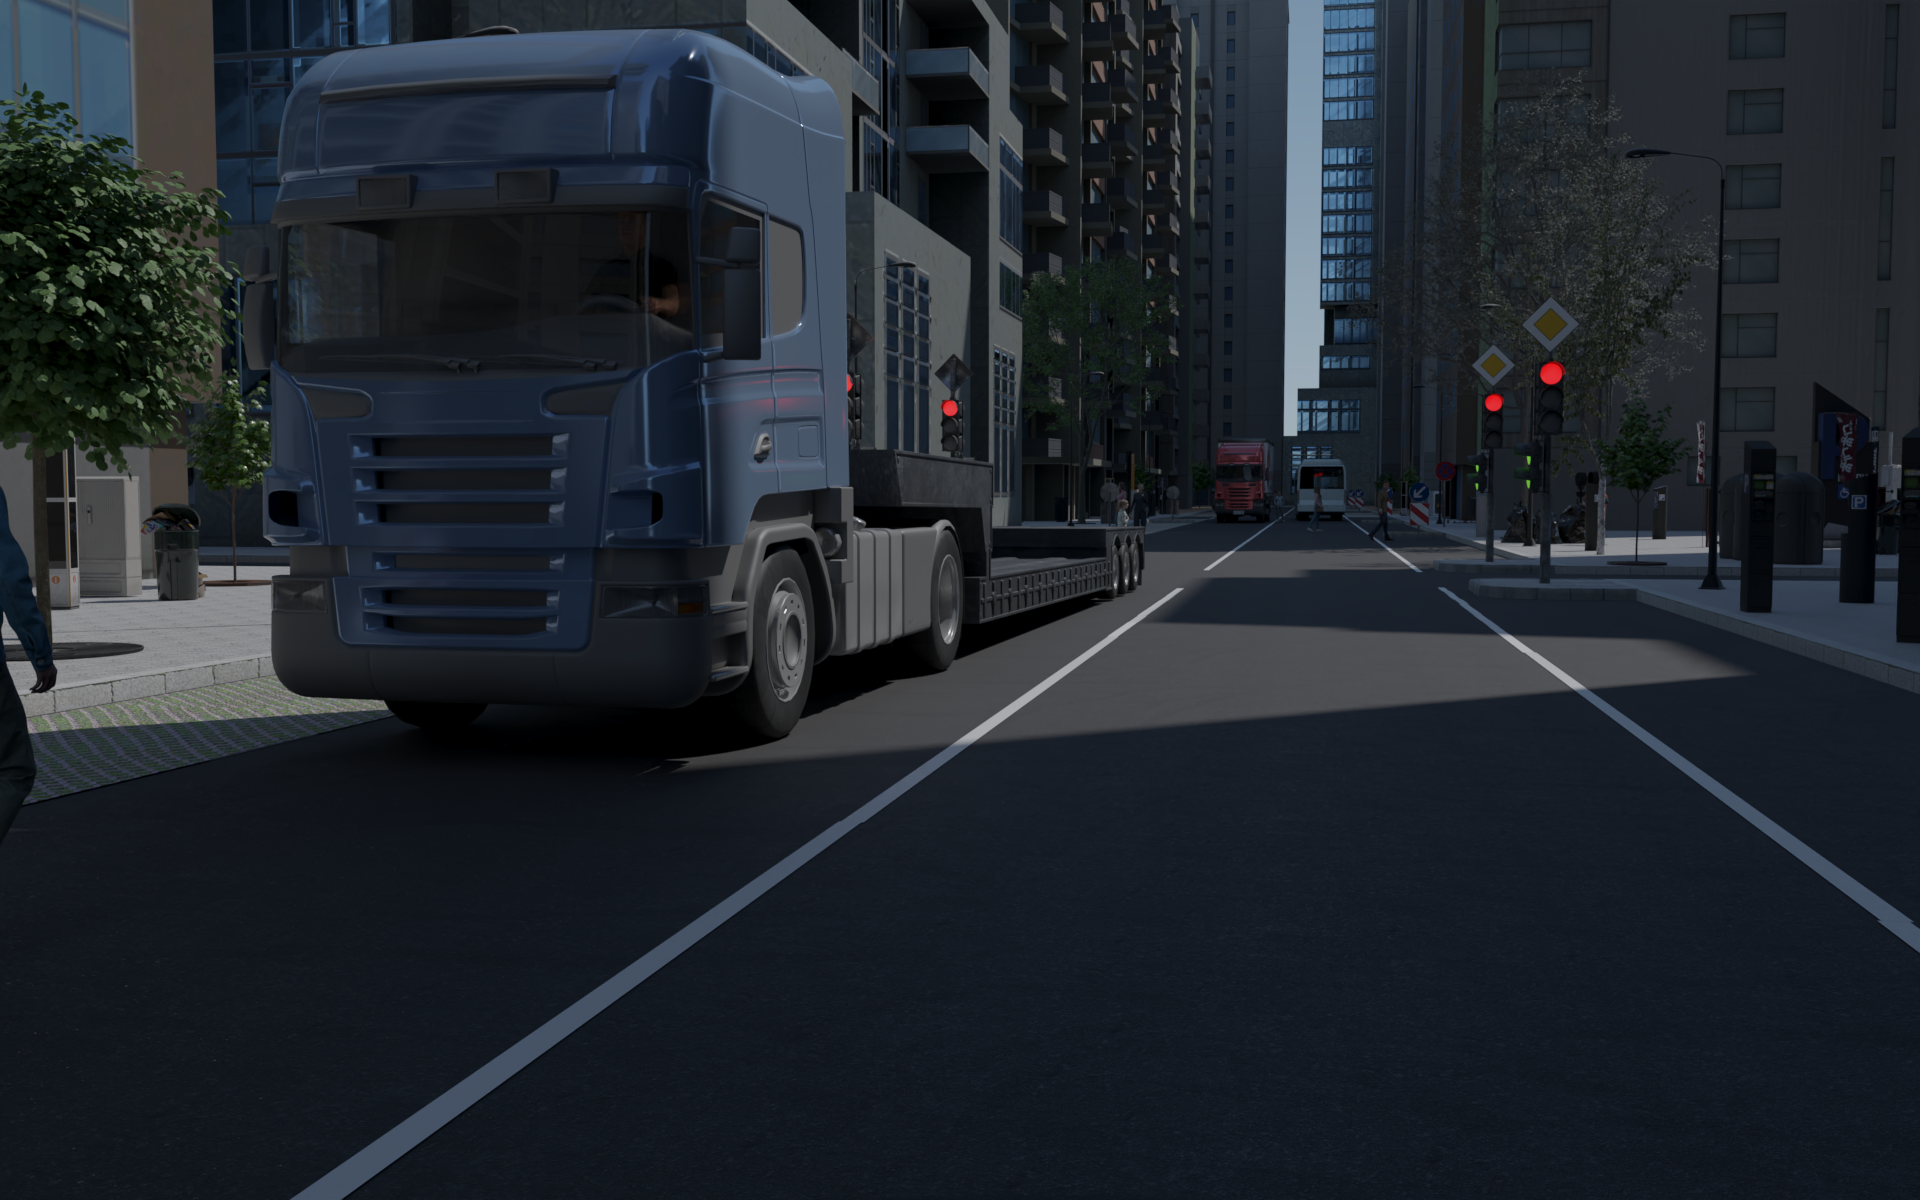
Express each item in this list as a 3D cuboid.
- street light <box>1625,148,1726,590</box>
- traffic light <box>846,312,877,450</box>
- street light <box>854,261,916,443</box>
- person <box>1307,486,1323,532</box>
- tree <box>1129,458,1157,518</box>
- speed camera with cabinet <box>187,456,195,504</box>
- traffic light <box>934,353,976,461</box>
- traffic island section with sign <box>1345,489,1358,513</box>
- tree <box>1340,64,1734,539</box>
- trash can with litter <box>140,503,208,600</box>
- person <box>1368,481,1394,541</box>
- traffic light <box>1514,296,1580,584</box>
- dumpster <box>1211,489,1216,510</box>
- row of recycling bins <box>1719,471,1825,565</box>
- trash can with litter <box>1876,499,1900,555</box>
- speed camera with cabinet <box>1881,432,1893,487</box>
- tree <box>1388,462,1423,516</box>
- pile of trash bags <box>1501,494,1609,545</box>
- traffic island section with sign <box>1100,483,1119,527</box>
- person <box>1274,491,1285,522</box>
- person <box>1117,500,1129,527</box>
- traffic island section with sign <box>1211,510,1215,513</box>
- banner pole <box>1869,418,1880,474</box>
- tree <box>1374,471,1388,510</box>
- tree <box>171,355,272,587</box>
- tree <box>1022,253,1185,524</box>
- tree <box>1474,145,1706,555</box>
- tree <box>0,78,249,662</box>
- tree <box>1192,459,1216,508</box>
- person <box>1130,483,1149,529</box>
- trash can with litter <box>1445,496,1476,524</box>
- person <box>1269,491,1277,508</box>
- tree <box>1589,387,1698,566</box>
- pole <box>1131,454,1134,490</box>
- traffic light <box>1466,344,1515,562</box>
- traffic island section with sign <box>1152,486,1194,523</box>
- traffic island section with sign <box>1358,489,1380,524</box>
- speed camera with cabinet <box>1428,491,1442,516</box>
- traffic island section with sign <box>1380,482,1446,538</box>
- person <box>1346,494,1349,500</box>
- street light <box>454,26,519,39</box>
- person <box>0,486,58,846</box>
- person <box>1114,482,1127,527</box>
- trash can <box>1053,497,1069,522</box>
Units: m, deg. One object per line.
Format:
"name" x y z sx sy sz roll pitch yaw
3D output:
"street light" 9.626 -3.106 23.324 1.470 5.913 1.316 1 4 12
"traffic light" -1.722 -2.318 26.817 0.839 4.253 0.868 1 4 12
"street light" -1.564 -3.809 34.824 1.470 5.913 1.316 1 4 12
"person" 13.575 -3.489 66.130 0.643 1.750 0.593 0 4 3
"tree" 9.748 -5.998 92.669 1.663 3.219 1.824 0 3 0
"speed camera with cabinet" -17.723 -2.704 38.551 0.660 3.252 2.038 0 4 -1
"traffic light" -0.123 -2.796 34.641 0.839 4.253 0.868 1 4 12
"traffic island section with sign" 30.411 -7.573 132.451 1.989 1.847 2.006 1 4 12
"tree" 16.172 -8.478 48.992 12.009 13.543 11.850 0 3 0
"trash can with litter" -9.578 -0.598 21.166 0.624 1.170 1.055 -1 4 -15
"person" 12.992 -2.746 53.303 0.836 1.842 0.656 0 4 -2
"traffic light" 8.385 -2.193 24.776 0.839 4.253 0.868 1 4 12
"dumpster" 20.701 -7.829 136.218 1.865 1.857 1.264 1 4 13
"row of recycling bins" 15.394 -1.583 32.992 1.069 1.692 3.534 0 4 5
"trash can with litter" 19.338 -1.542 36.604 1.055 1.170 0.624 0 4 7
"speed camera with cabinet" 29.941 -3.694 54.728 0.660 3.252 2.038 0 4 -3
"tree" 26.851 -6.680 103.823 1.663 3.219 1.824 0 3 0
"pile of trash bags" 15.554 -2.138 44.707 1.912 1.369 3.447 -1 4 -16
"traffic island section with sign" 5.102 -3.070 58.823 1.989 1.847 2.006 1 4 12
"person" 16.534 -4.855 89.693 0.589 1.601 0.330 0 4 2
"person" 3.808 -1.681 40.268 0.394 1.301 0.425 -2 4 -24
"traffic island section with sign" 20.548 -7.694 134.423 1.989 1.847 2.006 1 4 12
"banner pole" 29.873 -4.084 56.786 0.401 3.779 0.863 0 4 -2
"tree" 33.059 -8.477 133.202 1.663 3.219 1.824 0 3 0
"tree" -10.167 -1.813 24.250 1.663 3.219 1.824 0 3 0
"tree" 5.379 -9.054 73.787 9.928 11.665 9.643 0 3 0
"tree" 13.382 -5.272 36.553 4.360 8.622 3.978 0 3 0
"tree" -7.286 -1.843 13.846 4.285 4.588 4.351 0 3 0
"tree" 21.690 -10.606 157.126 4.285 4.588 4.351 0 3 0
"person" 5.701 -2.818 54.988 0.576 1.772 0.534 0 4 -3
"trash can with litter" 22.102 -3.970 75.963 2.233 1.210 1.678 1 4 20
"person" 31.345 -10.004 172.854 0.721 1.735 1.217 -3 4 -36
"tree" 12.181 -2.250 31.395 1.663 3.219 1.824 0 3 0
"pole" 8.736 -5.732 87.566 0.158 3.312 0.155 0 3 0
"traffic light" 9.983 -2.672 32.600 0.839 4.253 0.868 1 4 12
"traffic island section with sign" 10.563 -4.707 85.589 1.989 1.847 2.006 1 4 12
"traffic island section with sign" 20.587 -4.631 84.350 1.989 1.847 2.006 1 4 12
"speed camera with cabinet" 28.414 -6.542 101.303 2.038 3.252 0.660 -1 4 -17
"traffic island section with sign" 15.195 -3.013 57.883 1.989 1.847 2.006 1 4 12
"person" 33.409 -8.707 150.861 1.348 1.823 0.705 -2 4 -34
"street light" -5.059 -2.748 17.465 1.470 5.913 1.316 1 4 12
"person" -3.099 0.219 5.258 0.601 1.785 0.444 1 4 13
"person" 5.292 -2.976 57.165 0.388 1.821 0.555 -2 4 -24
"trash can" 4.632 -4.134 79.251 0.748 1.137 0.748 0 3 0
